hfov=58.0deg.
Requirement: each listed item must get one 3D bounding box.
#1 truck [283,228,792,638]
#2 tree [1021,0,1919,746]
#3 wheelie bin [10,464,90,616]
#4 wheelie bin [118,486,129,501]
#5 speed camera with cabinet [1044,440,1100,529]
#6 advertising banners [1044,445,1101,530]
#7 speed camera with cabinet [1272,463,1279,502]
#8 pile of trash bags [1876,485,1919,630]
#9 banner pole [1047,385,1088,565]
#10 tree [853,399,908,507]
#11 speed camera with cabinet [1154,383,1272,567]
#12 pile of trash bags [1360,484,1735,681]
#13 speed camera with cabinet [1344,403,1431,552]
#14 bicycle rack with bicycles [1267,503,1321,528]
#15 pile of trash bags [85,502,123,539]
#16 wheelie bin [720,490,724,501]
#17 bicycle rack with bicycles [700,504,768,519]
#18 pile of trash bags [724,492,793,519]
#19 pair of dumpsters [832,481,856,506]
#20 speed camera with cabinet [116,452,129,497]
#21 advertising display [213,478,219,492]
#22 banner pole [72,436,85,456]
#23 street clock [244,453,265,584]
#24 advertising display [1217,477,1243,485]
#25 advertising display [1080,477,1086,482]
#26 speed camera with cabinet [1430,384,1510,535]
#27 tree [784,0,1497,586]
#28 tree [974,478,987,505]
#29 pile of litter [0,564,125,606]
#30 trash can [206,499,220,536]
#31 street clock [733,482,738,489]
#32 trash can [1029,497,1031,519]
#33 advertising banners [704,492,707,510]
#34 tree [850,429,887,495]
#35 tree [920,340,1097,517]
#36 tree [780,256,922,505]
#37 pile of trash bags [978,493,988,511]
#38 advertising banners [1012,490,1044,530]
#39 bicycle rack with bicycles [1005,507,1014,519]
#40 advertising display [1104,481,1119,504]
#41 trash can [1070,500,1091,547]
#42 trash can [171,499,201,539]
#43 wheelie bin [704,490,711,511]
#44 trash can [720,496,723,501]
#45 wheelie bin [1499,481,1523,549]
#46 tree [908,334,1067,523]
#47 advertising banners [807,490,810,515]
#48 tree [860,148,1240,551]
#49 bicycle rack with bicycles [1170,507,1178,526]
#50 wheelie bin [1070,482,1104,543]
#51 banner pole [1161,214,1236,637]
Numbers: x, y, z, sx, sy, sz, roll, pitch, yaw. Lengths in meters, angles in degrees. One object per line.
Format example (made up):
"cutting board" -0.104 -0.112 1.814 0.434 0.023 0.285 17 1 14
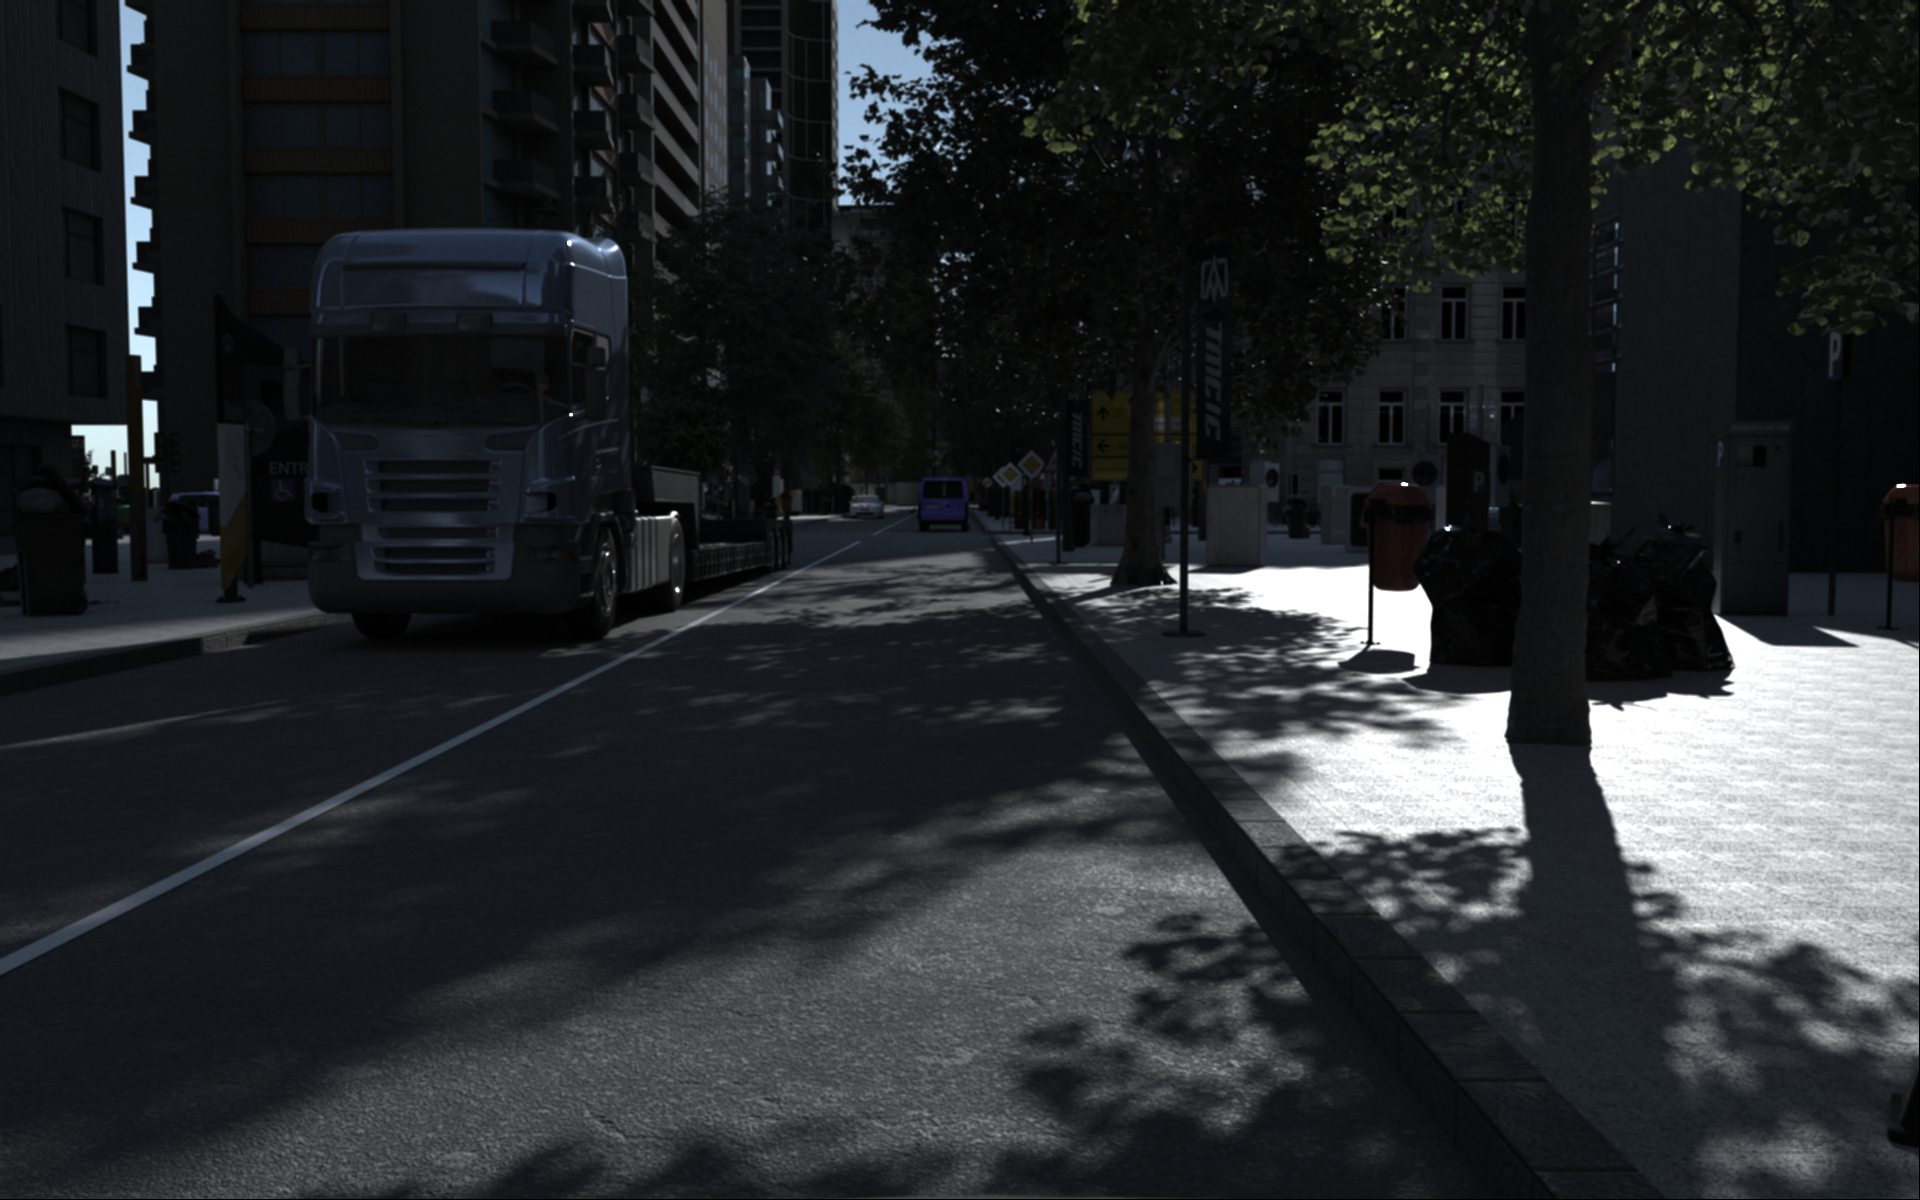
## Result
"truck" -4.594 -2.103 24.137 2.967 4.110 18.799 0 4 1
"tree" 2.867 -5.562 9.060 7.486 12.596 7.792 0 3 0
"wheelie bin" -9.668 -0.641 18.385 0.693 1.594 0.980 -3 4 -38
"wheelie bin" -32.818 -3.706 68.500 0.980 1.594 0.693 -1 4 -20
"speed camera with cabinet" 4.119 -4.246 63.750 2.038 3.252 0.660 1 4 9
"advertising banners" 4.110 -4.004 61.655 2.074 3.025 0.090 0 4 -7
"speed camera with cabinet" 8.047 -3.294 48.186 2.038 3.252 0.660 -3 5 -42
"pile of trash bags" 9.411 -0.327 15.105 1.912 1.369 3.447 -1 4 -15
"banner pole" 2.005 -2.546 31.643 0.863 3.779 0.401 -2 4 -27
"tree" -8.441 -15.365 176.966 9.928 11.665 9.643 0 3 0
"speed camera with cabinet" 4.420 -2.233 30.847 2.038 3.252 0.660 1 4 22
"pile of trash bags" 4.330 -0.236 13.618 1.912 1.369 3.447 -2 4 -26
"speed camera with cabinet" 9.524 -2.670 37.996 2.038 3.252 0.660 1 4 22
"bicycle rack with bicycles" 13.189 -3.298 67.308 2.852 0.926 2.925 2 4 35
"pile of trash bags" -25.693 -2.401 49.004 3.447 1.369 1.912 -3 5 -43
"wheelie bin" -18.129 -7.635 132.741 0.980 1.594 0.693 1 4 17
"bicycle rack with bicycles" -8.529 -3.155 64.958 2.925 0.926 2.852 -1 4 -12
"pile of trash bags" -9.606 -4.416 81.960 3.447 1.369 1.912 0 4 4
"pair of dumpsters" -8.518 -7.591 126.602 1.574 2.255 4.437 0 3 0
"speed camera with cabinet" -40.188 -5.406 82.724 0.660 3.252 2.038 -3 4 -38
"advertising display" -30.047 -3.973 70.178 0.123 1.923 0.974 -3 4 -37
"banner pole" -33.292 -4.591 65.081 0.863 3.779 0.401 -1 4 -22
"street clock" -10.070 -1.227 24.627 0.471 2.002 0.358 3 5 44
"advertising display" 10.219 -3.691 65.566 0.974 1.923 0.123 1 4 19
"advertising display" 4.773 -3.807 67.461 0.123 1.923 0.974 0 4 -2
"speed camera with cabinet" 9.100 -2.221 30.651 0.660 3.252 2.038 3 4 38
"tree" 2.598 -6.562 24.299 9.611 12.733 9.660 0 3 0
"tree" 2.453 -12.857 204.809 1.663 3.219 1.824 0 3 0
"pile of litter" -10.769 -0.381 20.195 1.719 0.858 1.176 1 4 9
"trash can" -22.733 -2.536 53.121 0.748 1.137 0.748 0 3 0
"street clock" -11.461 -5.183 89.312 0.471 2.002 0.358 2 4 35
"trash can" 3.741 -4.682 88.211 0.748 1.137 0.748 0 3 0
"advertising banners" -19.503 -8.424 133.919 2.074 3.025 0.090 -1 4 -15
"tree" -8.487 -13.380 169.119 4.360 8.622 3.978 0 3 0
"tree" 2.997 -11.311 95.301 12.009 13.543 11.850 0 3 0
"tree" -7.944 -17.116 135.737 12.611 20.169 13.585 0 3 0
"pile of trash bags" 2.221 -7.405 130.816 1.912 1.369 3.447 0 4 5
"advertising banners" 2.828 -4.052 62.437 2.074 3.025 0.090 2 4 27
"bicycle rack with bicycles" 3.633 -4.731 90.733 2.852 0.926 2.925 -2 4 -34
"advertising display" 4.196 -2.597 47.682 0.123 1.923 0.974 2 4 25
"trash can" 2.797 -1.845 41.821 0.748 1.137 0.748 0 3 0
"trash can" -21.075 -2.174 47.202 0.748 1.137 0.748 0 3 0
"wheelie bin" -17.895 -7.068 123.476 0.693 1.594 0.980 -1 4 -13
"trash can" -17.778 -7.070 127.251 0.748 1.137 0.748 0 3 0
"wheelie bin" 13.084 -2.013 40.813 0.980 1.594 0.693 -2 4 -23
"tree" 2.656 -9.250 76.994 9.928 11.665 9.643 0 3 0
"advertising banners" -9.528 -6.908 109.129 0.090 3.025 2.074 0 3 0
"tree" 2.463 -6.393 38.938 8.767 10.594 7.601 0 4 1
"bicycle rack with bicycles" 7.280 -3.461 69.973 2.925 0.926 2.852 -1 4 -14
"wheelie bin" 3.125 -2.313 45.725 0.693 1.594 0.980 -3 5 -44
"banner pole" 2.151 -1.554 15.418 0.401 3.779 0.863 -2 4 -32
